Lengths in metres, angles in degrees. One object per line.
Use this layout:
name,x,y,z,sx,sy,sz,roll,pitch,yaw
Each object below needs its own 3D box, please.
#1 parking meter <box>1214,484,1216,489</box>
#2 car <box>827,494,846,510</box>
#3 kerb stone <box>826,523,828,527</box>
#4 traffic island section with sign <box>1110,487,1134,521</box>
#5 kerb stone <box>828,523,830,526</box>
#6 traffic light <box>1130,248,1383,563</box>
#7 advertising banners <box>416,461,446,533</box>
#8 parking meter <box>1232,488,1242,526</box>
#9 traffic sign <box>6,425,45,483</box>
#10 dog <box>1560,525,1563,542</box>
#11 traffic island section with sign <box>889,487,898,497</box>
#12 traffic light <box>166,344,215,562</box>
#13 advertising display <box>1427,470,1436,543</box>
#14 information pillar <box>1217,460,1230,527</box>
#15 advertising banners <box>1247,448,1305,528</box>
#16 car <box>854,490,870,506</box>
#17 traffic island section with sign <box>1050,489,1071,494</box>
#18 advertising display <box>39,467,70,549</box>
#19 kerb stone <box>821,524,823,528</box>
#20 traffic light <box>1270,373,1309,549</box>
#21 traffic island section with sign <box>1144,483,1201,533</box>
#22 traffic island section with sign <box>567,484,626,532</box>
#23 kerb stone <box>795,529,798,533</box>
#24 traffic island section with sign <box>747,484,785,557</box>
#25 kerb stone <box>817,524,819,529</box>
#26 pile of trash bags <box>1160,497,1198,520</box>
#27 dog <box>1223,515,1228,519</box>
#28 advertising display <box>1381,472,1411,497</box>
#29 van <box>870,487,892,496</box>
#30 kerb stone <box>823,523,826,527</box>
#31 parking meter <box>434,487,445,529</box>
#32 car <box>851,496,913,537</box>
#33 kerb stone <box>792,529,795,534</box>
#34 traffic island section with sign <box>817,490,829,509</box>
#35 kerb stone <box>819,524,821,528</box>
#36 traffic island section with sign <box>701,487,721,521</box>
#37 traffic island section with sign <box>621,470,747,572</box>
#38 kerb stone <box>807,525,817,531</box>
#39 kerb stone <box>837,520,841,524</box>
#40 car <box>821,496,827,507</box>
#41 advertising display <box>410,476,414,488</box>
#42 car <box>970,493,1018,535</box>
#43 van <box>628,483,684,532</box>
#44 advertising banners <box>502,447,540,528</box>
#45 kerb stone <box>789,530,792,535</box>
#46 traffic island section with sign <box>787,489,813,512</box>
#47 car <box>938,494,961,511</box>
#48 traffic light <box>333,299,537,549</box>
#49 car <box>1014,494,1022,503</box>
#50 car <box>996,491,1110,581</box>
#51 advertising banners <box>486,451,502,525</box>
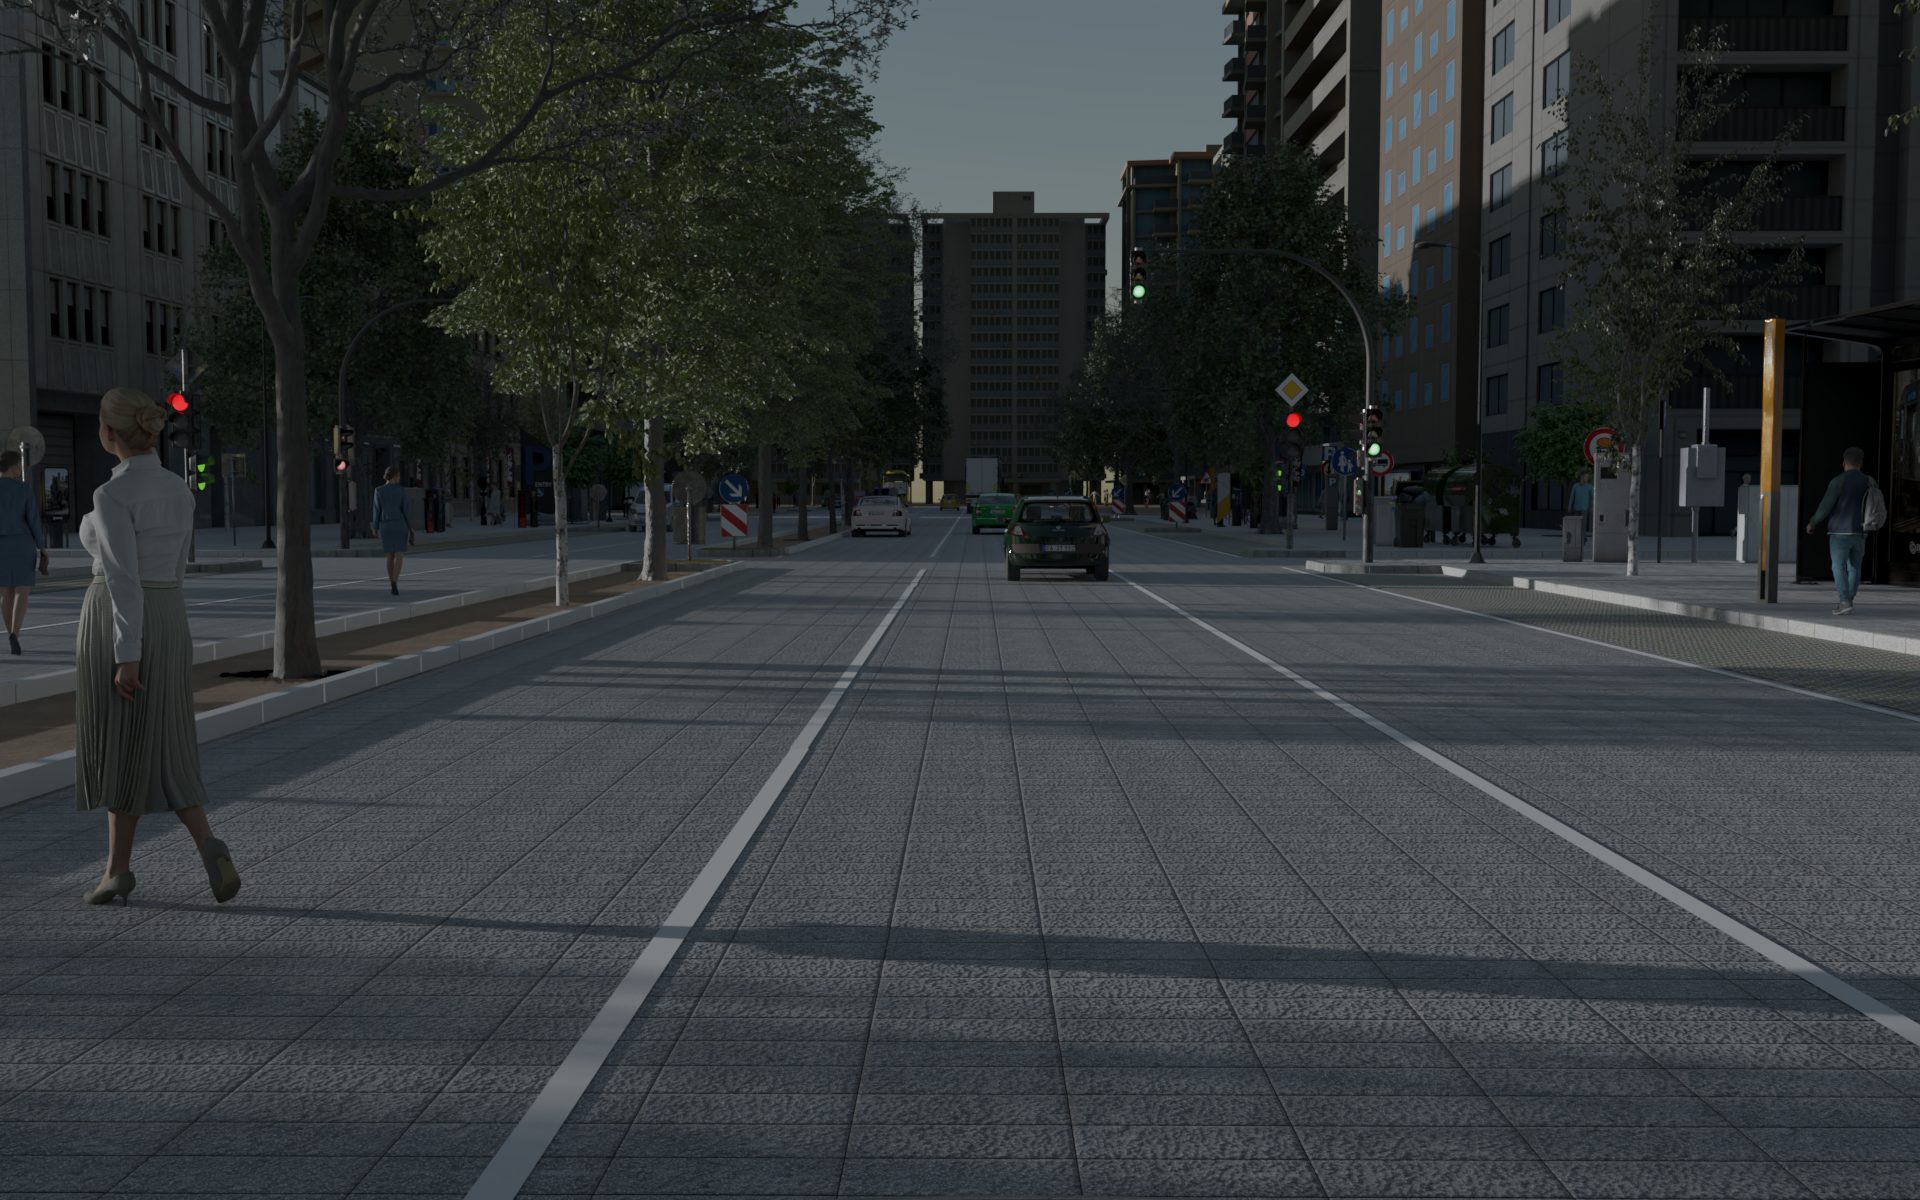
parking meter,14.004,-5.475,95.231,0.399,1.863,0.255,-2,4,-35
car,-10.737,-8.809,153.812,2.009,1.686,4.222,0,4,2
kerb stone,-5.899,-3.193,74.404,0.120,0.150,1.000,0,4,1
traffic island section with sign,8.189,-5.096,91.942,1.989,1.847,2.006,0,4,1
kerb stone,-5.885,-3.251,75.427,0.120,0.150,1.000,0,4,1
traffic light,5.504,-3.517,32.170,4.771,5.953,1.251,0,4,1
advertising banners,-17.423,-3.713,56.890,0.090,3.025,2.074,1,4,9
parking meter,11.060,-3.719,69.209,0.372,1.533,0.369,0,3,0
traffic sign,-17.304,-1.956,32.079,0.768,2.556,0.104,0,4,5
dog,15.650,-1.682,44.335,0.406,0.507,0.540,3,5,44
traffic island section with sign,-4.463,-6.555,115.305,2.006,1.907,1.989,0,4,1
traffic light,-14.463,-2.664,32.479,0.839,4.253,0.868,0,4,1
advertising display,12.586,-2.505,46.168,0.123,1.923,0.974,0,4,6
information pillar,10.230,-4.641,67.230,0.504,3.616,0.183,1,4,8
advertising banners,11.802,-4.189,64.686,2.074,3.025,0.090,1,4,10
car,-10.297,-10.438,179.341,2.281,1.827,5.304,0,4,-1
traffic island section with sign,8.661,-8.166,142.140,1.989,1.847,2.006,0,4,1
advertising display,-21.440,-2.191,41.043,0.123,1.923,0.974,0,4,5
kerb stone,-5.917,-3.067,72.360,0.120,0.150,1.000,0,4,1
traffic light,7.671,-3.141,40.277,0.839,4.253,0.868,0,4,1
traffic island section with sign,7.948,-3.447,64.988,1.989,1.847,2.006,0,4,1
traffic island section with sign,-13.865,-3.518,66.141,1.989,1.847,2.006,0,4,1
kerb stone,-6.011,-2.439,62.082,0.120,0.150,1.000,0,4,1
traffic island section with sign,-5.147,-1.959,40.169,2.006,1.907,1.989,0,4,1
kerb stone,-5.937,-2.942,70.302,0.120,0.150,1.000,0,4,1
pile of trash bags,11.175,-4.815,88.480,1.912,1.369,3.447,0,4,6
dog,13.423,-4.562,88.961,0.800,0.831,0.513,2,4,30
advertising display,12.618,-2.748,50.148,0.974,1.923,0.123,-2,4,-25
van,-6.752,-9.098,153.140,2.240,2.365,5.245,0,4,1
kerb stone,-5.901,-3.131,73.382,0.120,0.150,1.000,0,4,1
parking meter,-18.873,-3.327,62.800,0.372,1.533,0.369,0,3,0
car,-2.665,-2.853,59.005,2.083,1.381,4.827,0,4,1
kerb stone,-6.023,-2.376,61.055,0.120,0.150,1.000,0,4,1
traffic island section with sign,-12.914,-9.827,169.305,1.989,1.847,2.006,0,4,1
kerb stone,-5.920,-3.005,71.328,0.120,0.150,1.000,0,4,1
traffic island section with sign,-13.614,-5.166,93.095,1.989,1.847,2.006,0,4,1
traffic island section with sign,-5.225,-1.506,32.762,2.006,1.907,1.989,0,4,1
kerb stone,-5.944,-2.878,69.275,0.120,0.150,1.000,0,4,1
kerb stone,-5.804,-3.753,83.623,0.120,0.150,1.000,0,4,1
car,-13.088,-10.244,176.284,1.959,1.807,4.718,0,4,0
advertising display,-19.574,-3.466,61.884,0.123,1.923,0.974,-1,4,-16
car,1.344,-3.294,62.649,1.959,1.807,4.718,0,4,1
van,-11.706,-3.661,66.873,2.013,2.044,4.112,0,4,0
advertising banners,-16.607,-4.251,65.689,0.090,3.025,2.074,1,4,22
kerb stone,-6.030,-2.314,60.032,0.120,0.150,1.000,0,4,1
traffic island section with sign,-13.147,-8.179,142.350,1.989,1.847,2.006,0,4,1
car,-0.899,-8.558,150.143,2.015,1.641,3.980,0,4,-1
traffic light,-12.297,-4.025,40.479,4.771,5.953,1.251,0,4,1
car,5.381,-9.834,171.017,2.015,1.641,3.980,0,4,-1
car,1.632,-1.233,29.950,2.009,1.686,4.222,0,4,1
advertising banners,-19.075,-4.570,70.905,0.090,3.025,2.074,0,4,3
